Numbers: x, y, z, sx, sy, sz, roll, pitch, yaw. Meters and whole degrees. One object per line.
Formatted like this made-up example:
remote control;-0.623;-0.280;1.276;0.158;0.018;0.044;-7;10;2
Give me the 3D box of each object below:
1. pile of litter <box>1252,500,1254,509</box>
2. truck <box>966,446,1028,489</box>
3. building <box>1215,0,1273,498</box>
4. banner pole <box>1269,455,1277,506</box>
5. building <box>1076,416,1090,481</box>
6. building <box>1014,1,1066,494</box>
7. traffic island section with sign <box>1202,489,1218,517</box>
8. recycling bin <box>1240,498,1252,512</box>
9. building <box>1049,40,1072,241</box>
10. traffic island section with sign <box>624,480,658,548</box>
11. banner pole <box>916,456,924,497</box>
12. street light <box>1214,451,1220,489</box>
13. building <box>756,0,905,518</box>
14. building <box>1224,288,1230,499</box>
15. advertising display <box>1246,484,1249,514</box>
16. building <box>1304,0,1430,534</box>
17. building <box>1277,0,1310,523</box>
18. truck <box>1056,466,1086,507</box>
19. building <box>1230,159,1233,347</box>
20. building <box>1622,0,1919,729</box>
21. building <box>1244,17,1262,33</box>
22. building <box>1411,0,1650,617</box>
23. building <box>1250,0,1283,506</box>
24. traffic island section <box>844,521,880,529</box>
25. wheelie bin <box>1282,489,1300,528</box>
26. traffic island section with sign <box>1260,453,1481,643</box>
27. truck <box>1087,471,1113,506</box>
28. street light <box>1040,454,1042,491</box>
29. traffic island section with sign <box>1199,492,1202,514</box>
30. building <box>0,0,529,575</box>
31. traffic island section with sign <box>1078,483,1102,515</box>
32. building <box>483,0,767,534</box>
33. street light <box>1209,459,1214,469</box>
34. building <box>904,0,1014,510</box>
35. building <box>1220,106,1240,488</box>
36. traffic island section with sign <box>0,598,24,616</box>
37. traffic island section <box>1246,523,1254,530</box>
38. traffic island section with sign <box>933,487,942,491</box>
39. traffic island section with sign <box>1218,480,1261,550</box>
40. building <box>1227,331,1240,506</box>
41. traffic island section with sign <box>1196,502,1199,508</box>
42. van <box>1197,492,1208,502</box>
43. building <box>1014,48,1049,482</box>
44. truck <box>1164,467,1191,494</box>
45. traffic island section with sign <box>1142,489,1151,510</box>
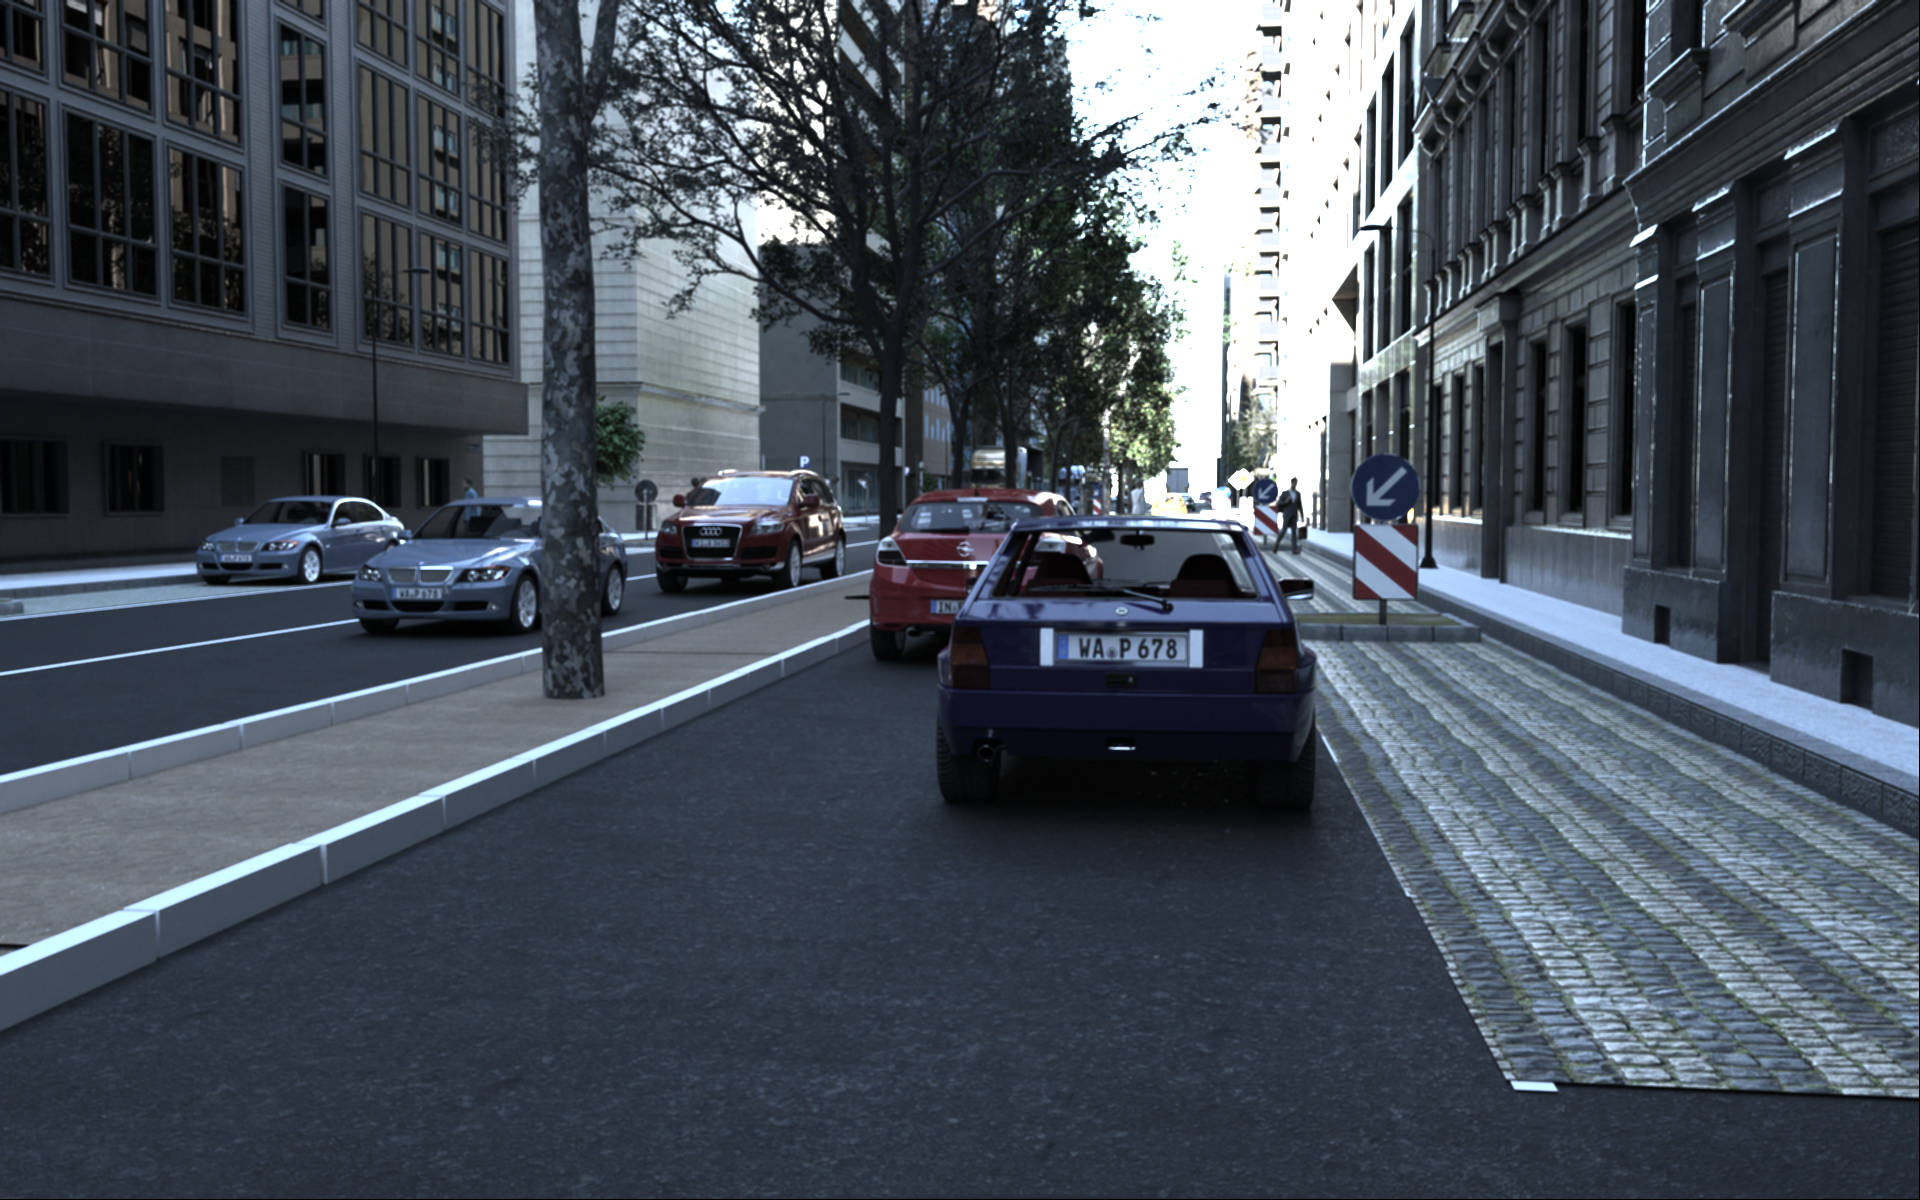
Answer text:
pile of litter;24.915;-8.219;148.351;1.176;0.858;1.719;0;4;8
truck;2.305;-6.974;102.930;2.839;4.237;11.283;0;4;7
building;54.687;-59.829;290.880;22.319;86.520;31.000;0;4;8
banner pole;20.002;-7.372;110.546;0.401;3.779;0.863;-2;4;-35
building;15.098;-39.517;296.220;14.600;45.320;14.200;0;4;8
building;5.098;-57.442;251.854;22.319;86.520;31.000;0;4;8
traffic island section with sign;15.043;-5.555;99.450;1.989;1.847;2.006;0;4;8
recycling bin;20.184;-6.698;122.061;0.722;1.027;0.722;0;4;-1
building;9.550;-51.388;278.441;20.563;71.187;20.611;0;4;8
traffic island section with sign;-8.629;-2.343;46.936;1.989;1.847;2.006;0;4;8
banner pole;-2.642;-7.548;113.425;0.401;3.779;0.863;3;5;43
street light;28.705;-13.199;188.338;1.470;5.913;1.316;0;4;8
building;-15.405;-29.036;98.441;21.300;48.544;21.600;0;4;8
building;43.987;-28.756;241.869;14.160;30.474;14.107;0;4;8
advertising display;18.789;-6.612;113.327;0.123;1.923;0.974;0;4;5
building;20.965;-15.016;50.024;19.350;26.468;34.151;0;4;8
building;26.768;-28.232;85.288;21.600;48.544;21.300;0;4;8
truck;11.369;-11.183;172.599;2.967;4.110;18.799;0;4;6
building;41.017;-34.703;217.497;14.600;45.320;14.200;0;4;8
building;9.571;-9.587;5.894;9.793;20.994;18.267;0;4;8
building;33.023;-31.202;160.263;14.600;45.320;14.200;0;4;8
building;12.574;-9.776;24.460;10.561;19.102;19.286;0;4;8
building;32.140;-28.638;122.852;22.147;44.769;28.867;0;4;8
traffic island section;-4.307;-3.490;79.335;2.009;0.180;2.903;0;4;8
wheelie bin;12.611;-3.557;66.061;0.693;1.594;0.980;0;4;5
traffic island section with sign;4.135;-0.551;17.639;1.989;1.847;2.006;0;4;8
truck;16.866;-13.507;209.749;2.839;4.237;11.283;1;4;9
street light;9.598;-13.588;194.711;1.470;5.913;1.316;0;4;8
traffic island section with sign;18.602;-7.189;126.170;1.989;1.847;2.006;0;4;8
building;-19.561;-14.702;33.889;14.314;27.812;24.014;0;4;8
traffic island section with sign;6.055;-4.249;77.612;2.006;1.907;1.989;0;4;8
building;-30.505;-17.674;65.377;44.131;29.872;17.030;0;4;8
street light;33.818;-15.575;227.193;1.470;5.913;1.316;0;4;8
building;-3.033;-30.360;146.494;14.600;45.320;14.200;0;4;8
building;50.126;-44.028;261.850;21.231;58.520;28.212;0;4;8
traffic island section with sign;-12.187;-0.709;20.216;1.989;1.847;2.006;0;4;8
traffic island section;12.386;-3.354;77.113;2.009;0.180;2.903;0;4;8
traffic island section with sign;-1.297;-5.704;101.881;1.989;1.847;2.006;0;4;8
traffic island section with sign;7.695;-2.186;44.376;1.989;1.847;2.006;0;4;8
building;44.519;-21.449;195.731;27.650;21.520;28.899;0;4;8
traffic island section with sign;25.288;-10.258;176.338;1.989;1.847;2.006;0;4;8
van;40.942;-17.434;292.048;2.013;2.044;4.112;0;4;7
building;-3.518;-38.000;210.533;28.713;52.752;27.495;0;4;8
truck;23.081;-11.923;183.855;2.839;4.237;11.283;0;4;7
traffic island section with sign;15.978;-8.805;152.095;2.006;1.907;1.989;0;4;8
